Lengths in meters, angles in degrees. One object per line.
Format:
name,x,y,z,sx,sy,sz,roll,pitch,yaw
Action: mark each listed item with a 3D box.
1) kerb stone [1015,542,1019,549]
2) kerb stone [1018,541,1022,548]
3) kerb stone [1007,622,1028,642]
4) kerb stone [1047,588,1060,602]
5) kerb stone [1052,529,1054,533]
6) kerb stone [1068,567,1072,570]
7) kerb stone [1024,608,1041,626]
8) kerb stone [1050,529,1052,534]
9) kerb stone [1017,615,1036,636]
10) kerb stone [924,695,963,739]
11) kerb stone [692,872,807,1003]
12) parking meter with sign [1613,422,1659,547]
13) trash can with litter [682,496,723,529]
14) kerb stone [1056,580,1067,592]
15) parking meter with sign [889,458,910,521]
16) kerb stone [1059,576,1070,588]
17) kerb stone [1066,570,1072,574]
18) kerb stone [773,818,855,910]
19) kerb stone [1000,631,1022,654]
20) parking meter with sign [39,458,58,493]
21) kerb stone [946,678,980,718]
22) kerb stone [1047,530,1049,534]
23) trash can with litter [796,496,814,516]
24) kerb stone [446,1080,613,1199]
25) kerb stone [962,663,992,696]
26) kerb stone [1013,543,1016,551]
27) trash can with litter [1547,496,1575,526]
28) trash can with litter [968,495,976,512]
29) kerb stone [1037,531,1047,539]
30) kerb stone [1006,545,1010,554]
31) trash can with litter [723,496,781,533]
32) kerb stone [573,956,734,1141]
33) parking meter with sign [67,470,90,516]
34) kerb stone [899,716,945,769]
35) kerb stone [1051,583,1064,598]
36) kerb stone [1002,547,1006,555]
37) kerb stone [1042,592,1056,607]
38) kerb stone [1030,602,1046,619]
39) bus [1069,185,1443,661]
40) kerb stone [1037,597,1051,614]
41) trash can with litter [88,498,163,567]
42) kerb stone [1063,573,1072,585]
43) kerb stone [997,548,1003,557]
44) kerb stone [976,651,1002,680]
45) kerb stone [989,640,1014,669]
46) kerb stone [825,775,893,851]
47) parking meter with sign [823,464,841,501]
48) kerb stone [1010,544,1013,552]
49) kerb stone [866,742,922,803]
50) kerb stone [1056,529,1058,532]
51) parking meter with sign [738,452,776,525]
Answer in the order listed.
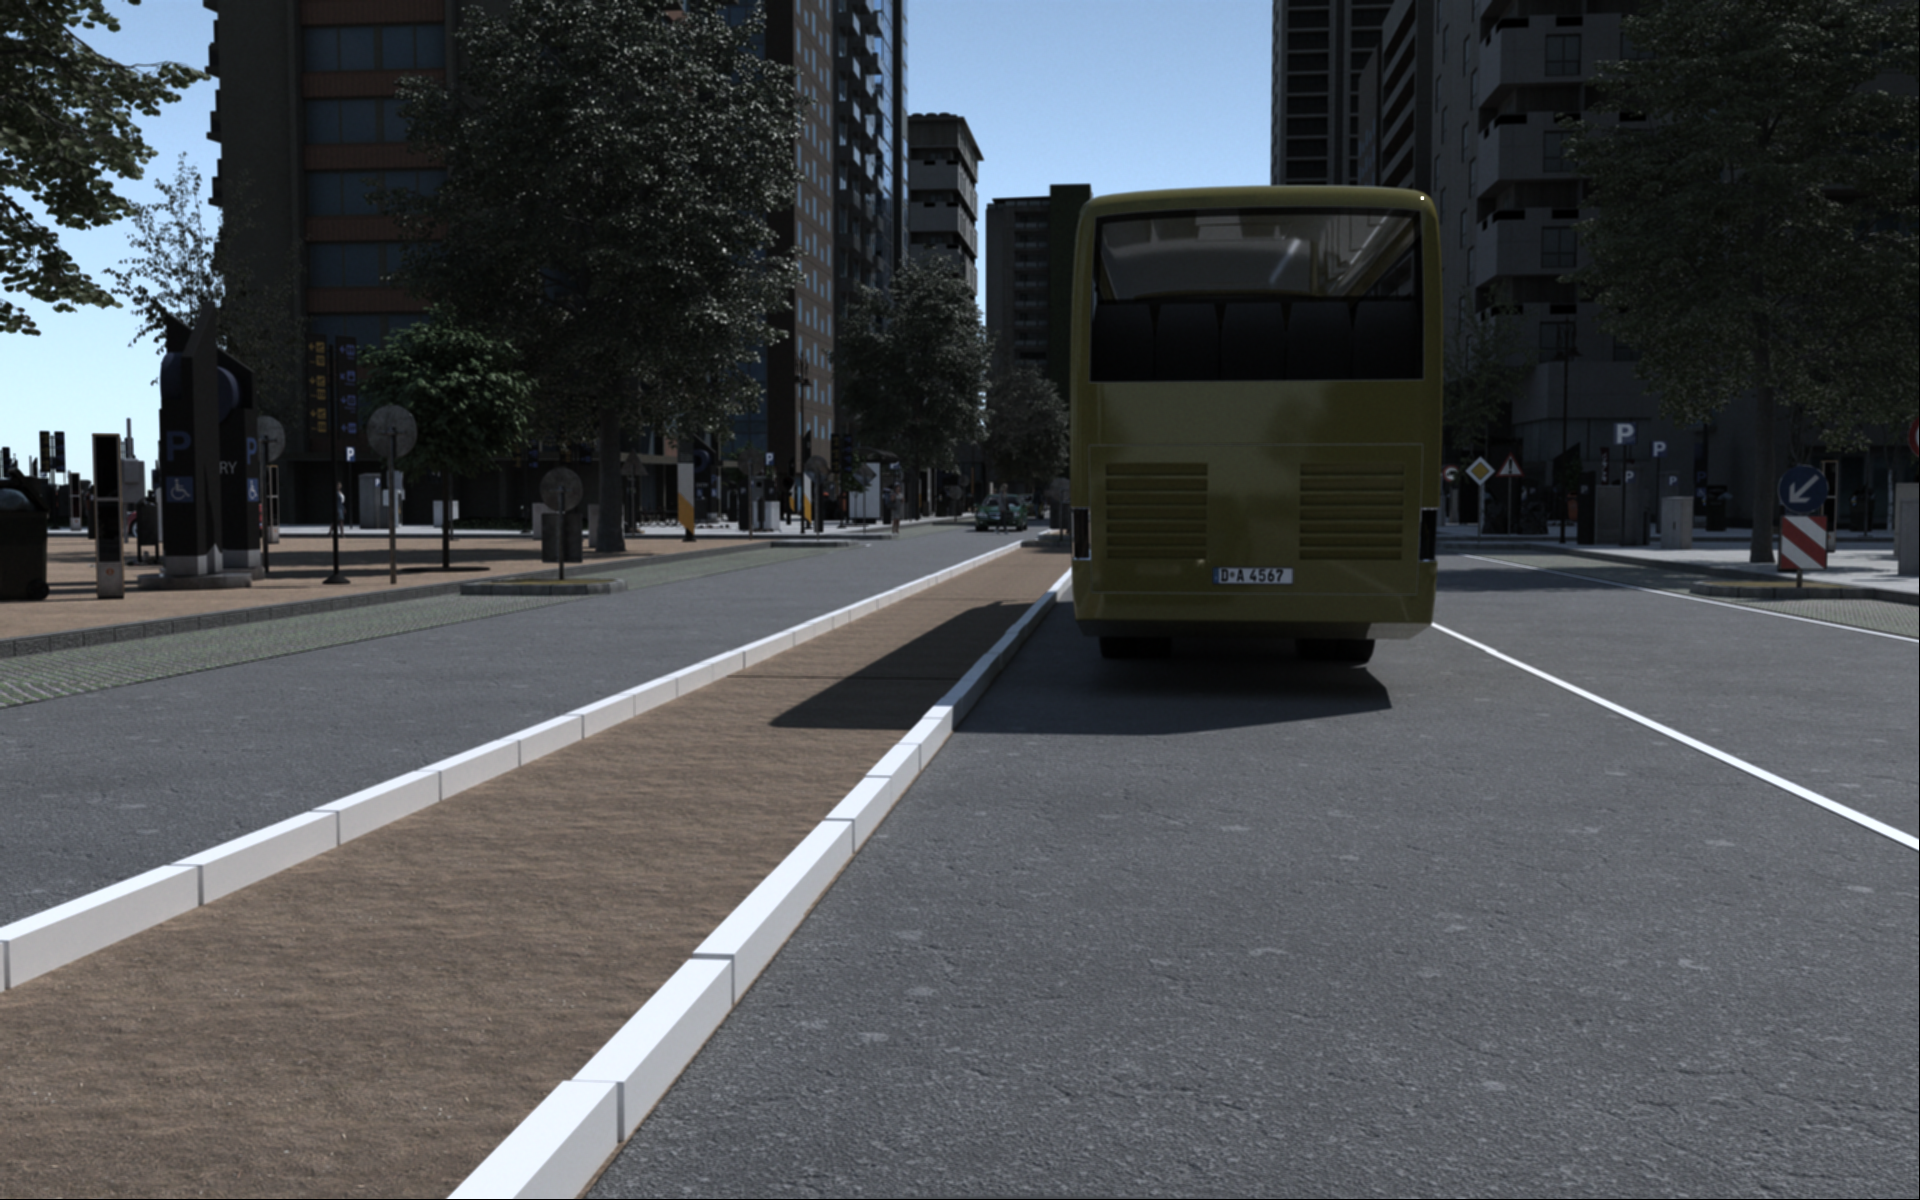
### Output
kerb stone,1.344,-1.347,44.223,0.120,0.150,1.000,0,4,6
kerb stone,1.457,-1.409,45.239,0.120,0.150,1.000,0,4,6
kerb stone,0.530,0.345,16.549,0.120,0.150,1.000,0,4,6
kerb stone,1.191,-0.026,22.668,0.120,0.150,1.000,0,4,6
kerb stone,3.125,-2.378,61.092,0.120,0.150,1.000,0,4,6
kerb stone,1.843,-0.404,28.796,0.120,0.150,1.000,0,4,6
kerb stone,0.755,0.221,18.588,0.120,0.150,1.000,0,4,6
kerb stone,3.021,-2.317,60.071,0.120,0.150,1.000,0,4,6
kerb stone,0.649,0.283,17.564,0.120,0.150,1.000,0,4,6
kerb stone,-0.107,0.719,10.433,0.120,0.150,1.000,0,4,6
kerb stone,-0.637,1.032,5.337,0.120,0.150,1.000,0,4,6
parking meter with sign,16.668,-2.850,42.853,0.543,3.016,1.738,3,4,36
trash can with litter,-9.368,-3.287,64.798,2.233,1.210,1.678,0,4,8
kerb stone,1.402,-0.153,24.719,0.120,0.150,1.000,0,4,6
parking meter with sign,-2.942,-5.374,84.134,0.543,3.016,1.738,1,4,14
kerb stone,1.512,-0.217,25.741,0.120,0.150,1.000,0,4,6
kerb stone,1.728,-0.342,27.780,0.120,0.150,1.000,0,4,6
kerb stone,-0.537,0.979,6.355,0.120,0.150,1.000,0,4,6
kerb stone,0.435,0.412,15.525,0.120,0.150,1.000,0,4,6
parking meter with sign,-43.454,-5.233,81.822,0.543,3.016,1.738,0,4,5
kerb stone,0.007,0.659,11.453,0.120,0.150,1.000,0,4,6
kerb stone,2.805,-2.192,58.029,0.120,0.150,1.000,0,4,6
trash can with litter,-9.216,-5.621,103.291,1.055,1.170,0.624,-2,4,-24
kerb stone,-0.860,1.156,3.290,0.120,0.150,1.000,0,4,6
kerb stone,0.111,0.597,12.470,0.120,0.150,1.000,0,4,6
kerb stone,1.245,-1.284,43.196,0.120,0.150,1.000,0,4,6
trash can with litter,24.055,-3.630,70.406,2.233,1.210,1.678,1,4,15
trash can with litter,1.128,-7.020,125.837,2.233,1.210,1.678,1,4,11
kerb stone,2.695,-2.129,57.012,0.120,0.150,1.000,0,4,6
kerb stone,1.025,-1.159,41.163,0.120,0.150,1.000,0,4,6
trash can with litter,-6.893,-2.910,58.643,1.678,1.210,2.233,0,4,2
kerb stone,-0.744,1.101,4.305,0.120,0.150,1.000,0,4,6
parking meter with sign,-47.850,-6.011,94.546,1.738,3.016,0.543,0,4,-4
kerb stone,-0.209,0.782,9.404,0.120,0.150,1.000,0,4,6
kerb stone,1.302,-0.091,23.689,0.120,0.150,1.000,0,4,6
kerb stone,0.916,-1.098,40.147,0.120,0.150,1.000,0,4,6
kerb stone,1.080,0.035,21.648,0.120,0.150,1.000,0,4,6
kerb stone,0.858,0.158,19.605,0.120,0.150,1.000,0,4,6
bus,2.744,-1.608,17.837,2.896,3.916,12.252,0,4,7
kerb stone,0.970,0.096,20.621,0.120,0.150,1.000,0,4,6
trash can with litter,-15.036,-1.239,31.310,1.678,1.210,2.233,1,4,11
kerb stone,1.621,-0.279,26.757,0.120,0.150,1.000,0,4,6
kerb stone,0.808,-1.036,39.131,0.120,0.150,1.000,0,4,6
kerb stone,0.210,0.537,13.487,0.120,0.150,1.000,0,4,6
kerb stone,0.330,0.471,14.502,0.120,0.150,1.000,0,4,6
kerb stone,-0.426,0.911,7.370,0.120,0.150,1.000,0,4,6
parking meter with sign,-7.656,-6.423,101.278,0.543,3.016,1.738,-3,4,-38
kerb stone,1.135,-1.214,42.180,0.120,0.150,1.000,0,4,6
kerb stone,-0.321,0.845,8.388,0.120,0.150,1.000,0,4,6
kerb stone,3.446,-2.560,64.148,0.120,0.150,1.000,0,4,6
parking meter with sign,-8.459,-4.627,71.915,0.543,3.016,1.738,3,5,39
